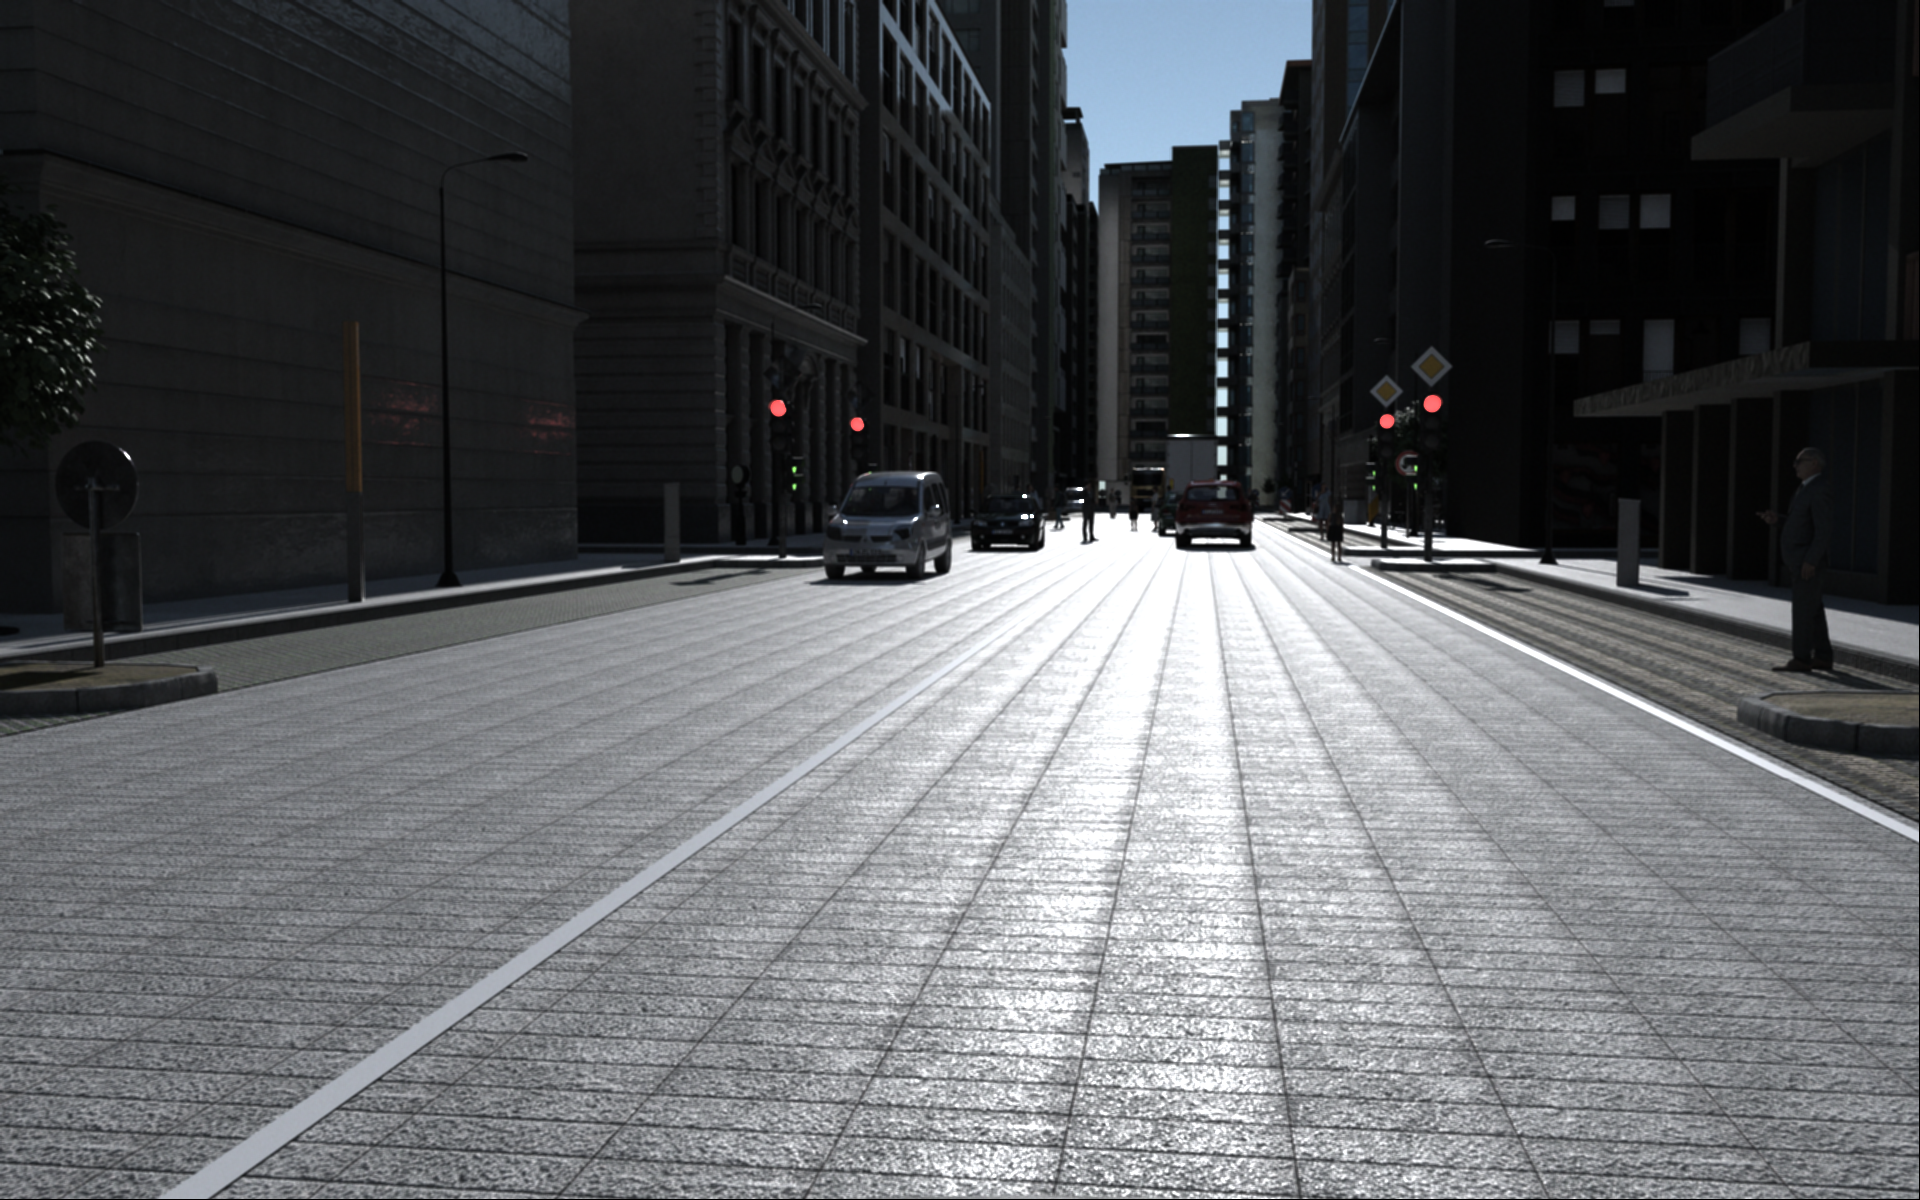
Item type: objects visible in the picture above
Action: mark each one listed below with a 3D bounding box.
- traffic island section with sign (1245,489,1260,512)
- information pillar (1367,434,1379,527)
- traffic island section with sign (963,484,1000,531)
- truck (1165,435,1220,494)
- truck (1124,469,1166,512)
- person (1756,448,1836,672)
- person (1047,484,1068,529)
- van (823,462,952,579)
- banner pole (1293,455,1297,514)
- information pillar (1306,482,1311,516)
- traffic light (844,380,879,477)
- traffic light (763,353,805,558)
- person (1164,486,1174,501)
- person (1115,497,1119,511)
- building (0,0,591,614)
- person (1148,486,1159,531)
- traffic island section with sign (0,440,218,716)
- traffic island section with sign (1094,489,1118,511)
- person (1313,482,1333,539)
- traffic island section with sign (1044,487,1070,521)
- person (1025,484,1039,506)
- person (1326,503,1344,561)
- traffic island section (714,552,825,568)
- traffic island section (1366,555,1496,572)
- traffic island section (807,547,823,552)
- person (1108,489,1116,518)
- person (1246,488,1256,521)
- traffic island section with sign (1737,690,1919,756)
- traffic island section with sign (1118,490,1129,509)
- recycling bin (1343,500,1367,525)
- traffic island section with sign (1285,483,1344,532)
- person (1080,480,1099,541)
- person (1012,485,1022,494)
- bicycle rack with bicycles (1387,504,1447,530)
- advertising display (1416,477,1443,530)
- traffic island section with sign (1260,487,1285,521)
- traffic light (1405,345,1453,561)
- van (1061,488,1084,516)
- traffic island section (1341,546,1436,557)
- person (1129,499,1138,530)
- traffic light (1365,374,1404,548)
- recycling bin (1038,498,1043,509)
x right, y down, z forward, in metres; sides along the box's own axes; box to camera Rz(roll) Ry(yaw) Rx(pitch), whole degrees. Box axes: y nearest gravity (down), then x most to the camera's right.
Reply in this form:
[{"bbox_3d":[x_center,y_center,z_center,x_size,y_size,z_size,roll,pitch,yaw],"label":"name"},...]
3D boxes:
[{"bbox_3d":[24.029,-8.143,141.760,1.989,1.847,2.006,0,4,8],"label":"traffic island section with sign"},{"bbox_3d":[16.164,-4.668,67.683,0.504,3.616,0.183,-2,4,-33],"label":"information pillar"},{"bbox_3d":[1.223,-3.569,66.989,1.989,1.847,2.006,0,4,8],"label":"traffic island section with sign"},{"bbox_3d":[11.851,-6.073,88.211,2.839,4.237,11.283,1,4,8],"label":"truck"},{"bbox_3d":[14.778,-8.522,135.254,3.469,3.379,9.791,1,4,9],"label":"truck"},{"bbox_3d":[6.790,-0.328,14.036,0.590,1.801,0.661,1,4,14],"label":"person"},{"bbox_3d":[3.933,-3.761,69.980,0.713,1.824,0.794,3,5,39],"label":"person"},{"bbox_3d":[-1.226,-1.439,30.539,2.013,2.044,4.112,1,4,9],"label":"van"},{"bbox_3d":[21.512,-7.414,111.231,0.401,3.779,0.863,0,4,-7],"label":"banner pole"},{"bbox_3d":[20.846,-6.062,103.601,0.304,2.012,0.304,1,4,17],"label":"information pillar"},{"bbox_3d":[-2.443,-3.278,42.522,0.839,4.253,0.868,0,4,8],"label":"traffic light"},{"bbox_3d":[-3.540,-2.795,34.612,0.839,4.253,0.868,0,4,8],"label":"traffic light"},{"bbox_3d":[9.693,-4.368,79.940,0.660,1.820,0.620,-3,5,-44],"label":"person"},{"bbox_3d":[10.467,-6.313,116.393,0.352,1.250,0.332,-1,4,-15],"label":"person"},{"bbox_3d":[-29.830,-15.406,28.302,44.131,29.872,17.030,0,4,8],"label":"building"},{"bbox_3d":[7.570,-3.597,67.876,0.524,1.755,0.480,1,4,21],"label":"person"},{"bbox_3d":[-6.388,-0.212,12.094,1.989,1.847,2.006,0,4,8],"label":"traffic island section with sign"},{"bbox_3d":[11.908,-8.281,144.018,1.989,1.847,2.006,0,4,8],"label":"traffic island section with sign"},{"bbox_3d":[11.436,-2.813,54.582,0.616,1.811,0.778,2,4,23],"label":"person"},{"bbox_3d":[4.933,-5.204,93.718,1.989,1.847,2.006,0,4,8],"label":"traffic island section with sign"},{"bbox_3d":[2.479,-3.106,59.551,0.793,1.790,0.793,1,4,15],"label":"person"},{"bbox_3d":[7.999,-1.453,36.928,0.362,1.253,0.373,0,4,5],"label":"person"},{"bbox_3d":[-3.578,-0.763,34.752,2.009,0.180,2.903,0,4,8],"label":"traffic island section"},{"bbox_3d":[8.943,-0.657,33.018,2.009,0.180,2.903,0,4,8],"label":"traffic island section"},{"bbox_3d":[-2.481,-1.247,42.662,2.009,0.180,2.903,0,4,8],"label":"traffic island section"},{"bbox_3d":[9.046,-5.723,102.617,0.519,1.759,0.362,-3,5,-42],"label":"person"},{"bbox_3d":[15.484,-5.111,92.468,0.661,1.777,0.834,0,4,-7],"label":"person"},{"bbox_3d":[5.789,-0.098,10.228,1.989,1.847,2.006,0,4,8],"label":"traffic island section with sign"},{"bbox_3d":[15.698,-9.954,171.375,1.989,1.847,2.006,0,4,8],"label":"traffic island section with sign"},{"bbox_3d":[16.721,-3.715,73.294,0.722,1.027,0.722,-3,5,-41],"label":"recycling bin"},{"bbox_3d":[13.463,-3.482,65.554,1.989,1.847,2.006,0,4,8],"label":"traffic island section with sign"},{"bbox_3d":[3.971,-2.715,52.698,0.655,1.846,0.447,-3,5,-42],"label":"person"},{"bbox_3d":[2.407,-3.969,73.421,0.581,1.822,0.654,2,4,34],"label":"person"},{"bbox_3d":[16.921,-3.058,63.373,2.925,0.926,2.852,-1,4,-18],"label":"bicycle rack with bicycles"},{"bbox_3d":[16.649,-3.449,61.600,0.974,1.923,0.123,1,4,21],"label":"advertising display"},{"bbox_3d":[17.193,-5.121,92.357,1.989,1.847,2.006,0,4,8],"label":"traffic island section with sign"},{"bbox_3d":[8.905,-2.690,32.909,0.839,4.253,0.868,0,4,8],"label":"traffic light"},{"bbox_3d":[7.613,-6.569,114.421,2.013,2.044,4.112,0,4,7],"label":"van"},{"bbox_3d":[10.040,-1.140,40.927,2.009,0.180,2.903,0,4,8],"label":"traffic island section"},{"bbox_3d":[6.844,-3.369,68.249,0.362,1.253,0.373,1,4,10],"label":"person"},{"bbox_3d":[10.002,-3.174,40.819,0.839,4.253,0.868,0,4,8],"label":"traffic light"},{"bbox_3d":[5.114,-6.394,117.088,0.722,1.027,0.722,-2,4,-28],"label":"recycling bin"}]
